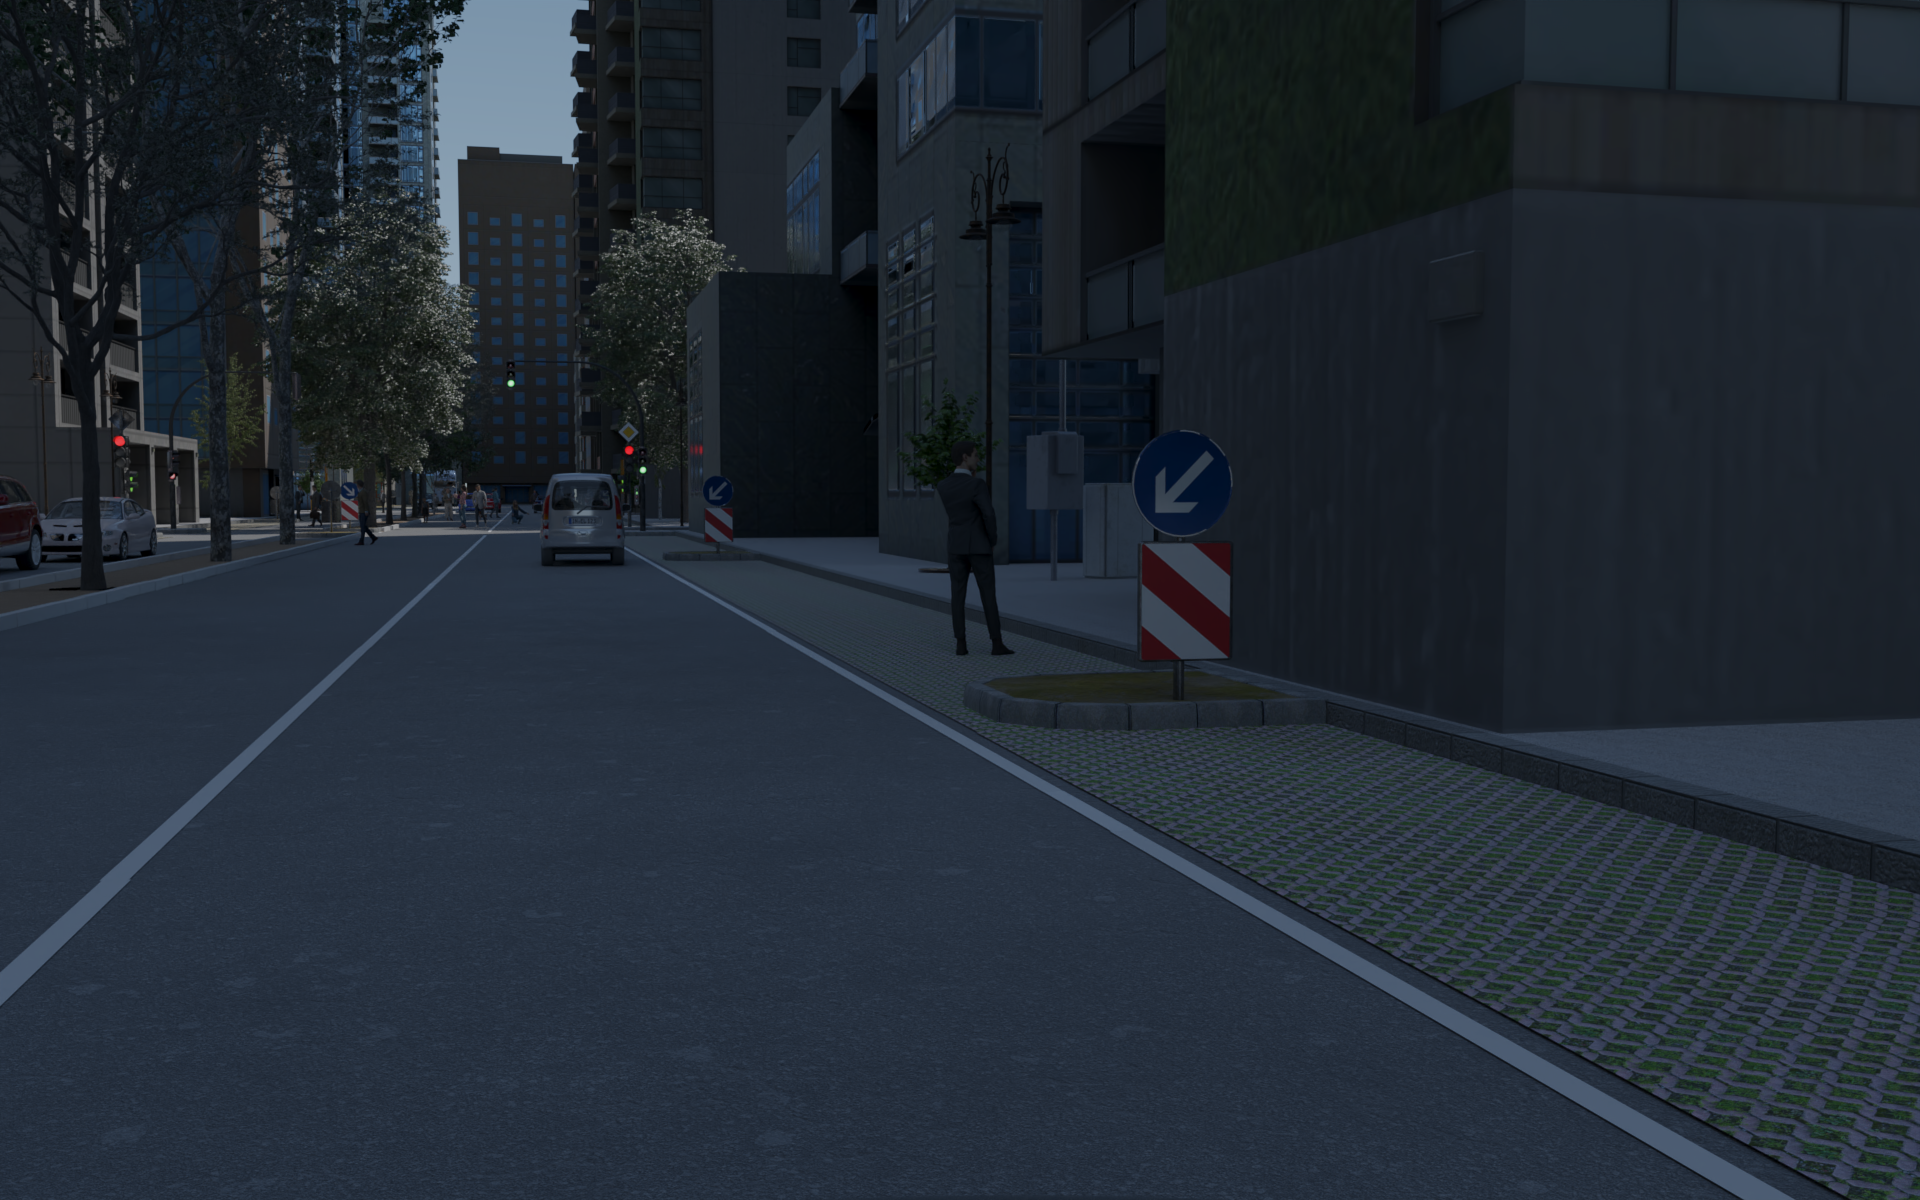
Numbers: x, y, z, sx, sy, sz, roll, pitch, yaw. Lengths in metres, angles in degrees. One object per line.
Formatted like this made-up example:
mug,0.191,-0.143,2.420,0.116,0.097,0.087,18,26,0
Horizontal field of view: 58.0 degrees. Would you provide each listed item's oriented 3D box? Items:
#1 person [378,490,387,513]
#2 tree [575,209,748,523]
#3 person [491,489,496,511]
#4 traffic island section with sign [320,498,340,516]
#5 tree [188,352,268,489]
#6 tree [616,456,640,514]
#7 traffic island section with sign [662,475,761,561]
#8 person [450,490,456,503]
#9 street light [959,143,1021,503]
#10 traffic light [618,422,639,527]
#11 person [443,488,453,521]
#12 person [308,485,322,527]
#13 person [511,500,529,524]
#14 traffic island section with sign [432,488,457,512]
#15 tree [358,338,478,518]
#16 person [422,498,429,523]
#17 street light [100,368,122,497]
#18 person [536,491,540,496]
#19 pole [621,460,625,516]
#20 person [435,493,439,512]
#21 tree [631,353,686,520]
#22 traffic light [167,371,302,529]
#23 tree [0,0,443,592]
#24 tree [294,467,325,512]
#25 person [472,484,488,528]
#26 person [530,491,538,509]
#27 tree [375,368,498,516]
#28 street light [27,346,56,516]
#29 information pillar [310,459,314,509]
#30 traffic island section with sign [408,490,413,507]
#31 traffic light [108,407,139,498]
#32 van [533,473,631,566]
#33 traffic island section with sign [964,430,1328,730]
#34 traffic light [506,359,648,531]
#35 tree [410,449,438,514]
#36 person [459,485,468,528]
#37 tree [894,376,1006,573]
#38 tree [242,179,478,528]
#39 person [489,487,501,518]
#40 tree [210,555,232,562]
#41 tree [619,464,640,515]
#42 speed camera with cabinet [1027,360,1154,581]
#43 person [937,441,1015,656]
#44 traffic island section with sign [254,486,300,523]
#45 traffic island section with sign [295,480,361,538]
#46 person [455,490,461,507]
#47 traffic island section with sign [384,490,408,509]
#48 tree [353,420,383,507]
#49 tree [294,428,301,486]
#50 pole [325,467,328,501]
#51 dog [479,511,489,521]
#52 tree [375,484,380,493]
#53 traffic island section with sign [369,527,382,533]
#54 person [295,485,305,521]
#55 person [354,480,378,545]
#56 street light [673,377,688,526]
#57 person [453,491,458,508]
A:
person,-43.249,-7.385,129.637,0.661,1.777,0.834,0,4,4
tree,-12.204,-10.453,77.566,9.857,13.997,8.962,0,3,0
person,-38.465,-8.212,142.852,1.350,1.814,0.705,2,4,35
traffic island section with sign,-41.155,-6.456,114.176,1.989,1.847,2.006,-1,4,-14
tree,-38.383,-8.570,90.486,4.737,8.622,4.395,0,3,0
tree,-20.501,-7.813,111.449,4.285,4.588,4.351,0,3,0
traffic island section with sign,-5.461,-1.782,37.770,1.989,1.847,2.006,-1,4,-14
person,-50.154,-9.908,170.505,1.348,1.823,0.705,2,4,33
street light,0.390,-3.088,23.271,0.468,5.910,1.993,-1,4,-14
traffic light,-12.922,-4.809,67.540,0.839,4.253,0.868,-1,4,-14
person,-27.198,-5.078,92.069,0.519,1.759,0.362,-3,4,-36
person,-28.225,-4.125,75.910,0.622,1.834,0.822,3,5,40
person,-20.993,-4.185,82.424,1.012,1.151,0.738,-3,5,-39
traffic island section with sign,-40.920,-7.930,137.790,2.006,1.907,1.989,-1,4,-14
tree,-32.500,-10.705,103.232,9.928,11.665,9.643,0,3,0
person,-26.207,-4.387,84.901,0.362,1.253,0.373,0,4,4
street light,-30.982,-5.536,63.306,0.468,5.910,1.993,-1,4,-14
person,-51.979,-12.486,212.660,1.348,1.822,0.705,-2,4,-24
pole,-19.926,-6.632,102.281,0.158,3.312,0.155,0,3,0
person,-40.553,-7.517,133.991,0.523,1.515,0.503,-1,4,-13
tree,-14.786,-8.323,86.447,4.737,8.622,4.395,0,3,0
traffic light,-26.886,-5.470,64.105,4.771,5.953,1.251,-1,4,-14
tree,-12.785,-6.869,25.142,12.009,13.543,11.850,0,3,0
tree,-46.218,-7.855,123.031,1.663,3.219,1.824,0,3,0
person,-20.510,-4.015,73.995,0.661,1.843,0.795,0,4,7
person,-40.050,-9.434,163.306,0.990,1.755,0.434,-1,4,-16
tree,-35.089,-11.819,112.708,9.611,12.733,9.660,0,3,0
street light,-28.741,-4.989,54.355,0.468,5.910,1.993,-1,4,-14
information pillar,-43.625,-7.660,116.602,0.183,3.616,0.504,0,4,-2
traffic island section with sign,-59.677,-11.014,188.704,1.989,1.847,2.006,-1,4,-14
traffic light,-26.970,-4.092,55.820,0.839,4.253,0.868,-1,4,-14
van,-7.846,-1.772,35.989,2.013,2.044,4.112,-1,4,-12
traffic island section with sign,1.092,-0.171,11.422,1.989,1.847,2.006,-1,4,-14
traffic light,-13.006,-5.167,59.149,4.771,5.953,1.251,-1,4,-14
tree,-36.918,-10.305,121.311,4.360,8.622,3.978,0,3,0
person,-20.754,-3.902,72.315,0.388,1.821,0.555,-1,4,-21
tree,-0.215,-2.077,28.567,1.663,3.219,1.824,0,3,0
tree,-23.984,-9.831,69.850,9.857,13.997,8.962,0,3,0
person,-27.725,-5.800,103.195,0.748,1.841,0.638,-2,4,-25
tree,-17.049,-10.905,36.646,12.611,20.169,13.585,0,3,0
tree,-20.157,-6.921,107.753,1.663,3.219,1.824,0,3,0
speed camera with cabinet,1.979,-1.946,26.149,2.038,3.252,0.660,-2,4,-34
person,0.121,-0.460,15.381,0.648,1.900,0.474,2,4,30
traffic island section with sign,-34.597,-4.840,87.766,1.989,1.847,2.006,-1,4,-14
traffic island section with sign,-21.015,-3.030,57.671,2.006,1.907,1.989,-1,4,-14
person,-42.496,-8.410,146.682,0.721,1.739,1.217,-2,4,-35
traffic island section with sign,-53.166,-9.414,162.544,1.989,1.847,2.006,-1,4,-14
tree,-58.543,-15.546,172.297,7.486,12.596,7.792,0,3,0
tree,-44.233,-9.864,111.634,4.737,8.622,4.395,0,3,0
pole,-45.938,-8.058,125.598,0.158,3.312,0.155,0,3,0
dog,-25.824,-4.555,93.768,0.406,0.507,0.540,1,4,10
tree,-60.746,-11.266,178.805,1.663,3.219,1.824,0,3,0
traffic island section with sign,-22.792,-3.470,64.863,2.006,1.907,1.989,-1,4,-14
person,-35.224,-5.175,92.472,0.474,1.900,0.648,-1,4,-9
person,-16.743,-2.463,48.673,0.656,1.842,0.836,2,4,33
street light,-11.032,-5.857,68.549,0.468,5.910,1.993,-1,4,-14
person,-53.708,-10.720,184.478,1.217,1.736,0.721,1,4,17
